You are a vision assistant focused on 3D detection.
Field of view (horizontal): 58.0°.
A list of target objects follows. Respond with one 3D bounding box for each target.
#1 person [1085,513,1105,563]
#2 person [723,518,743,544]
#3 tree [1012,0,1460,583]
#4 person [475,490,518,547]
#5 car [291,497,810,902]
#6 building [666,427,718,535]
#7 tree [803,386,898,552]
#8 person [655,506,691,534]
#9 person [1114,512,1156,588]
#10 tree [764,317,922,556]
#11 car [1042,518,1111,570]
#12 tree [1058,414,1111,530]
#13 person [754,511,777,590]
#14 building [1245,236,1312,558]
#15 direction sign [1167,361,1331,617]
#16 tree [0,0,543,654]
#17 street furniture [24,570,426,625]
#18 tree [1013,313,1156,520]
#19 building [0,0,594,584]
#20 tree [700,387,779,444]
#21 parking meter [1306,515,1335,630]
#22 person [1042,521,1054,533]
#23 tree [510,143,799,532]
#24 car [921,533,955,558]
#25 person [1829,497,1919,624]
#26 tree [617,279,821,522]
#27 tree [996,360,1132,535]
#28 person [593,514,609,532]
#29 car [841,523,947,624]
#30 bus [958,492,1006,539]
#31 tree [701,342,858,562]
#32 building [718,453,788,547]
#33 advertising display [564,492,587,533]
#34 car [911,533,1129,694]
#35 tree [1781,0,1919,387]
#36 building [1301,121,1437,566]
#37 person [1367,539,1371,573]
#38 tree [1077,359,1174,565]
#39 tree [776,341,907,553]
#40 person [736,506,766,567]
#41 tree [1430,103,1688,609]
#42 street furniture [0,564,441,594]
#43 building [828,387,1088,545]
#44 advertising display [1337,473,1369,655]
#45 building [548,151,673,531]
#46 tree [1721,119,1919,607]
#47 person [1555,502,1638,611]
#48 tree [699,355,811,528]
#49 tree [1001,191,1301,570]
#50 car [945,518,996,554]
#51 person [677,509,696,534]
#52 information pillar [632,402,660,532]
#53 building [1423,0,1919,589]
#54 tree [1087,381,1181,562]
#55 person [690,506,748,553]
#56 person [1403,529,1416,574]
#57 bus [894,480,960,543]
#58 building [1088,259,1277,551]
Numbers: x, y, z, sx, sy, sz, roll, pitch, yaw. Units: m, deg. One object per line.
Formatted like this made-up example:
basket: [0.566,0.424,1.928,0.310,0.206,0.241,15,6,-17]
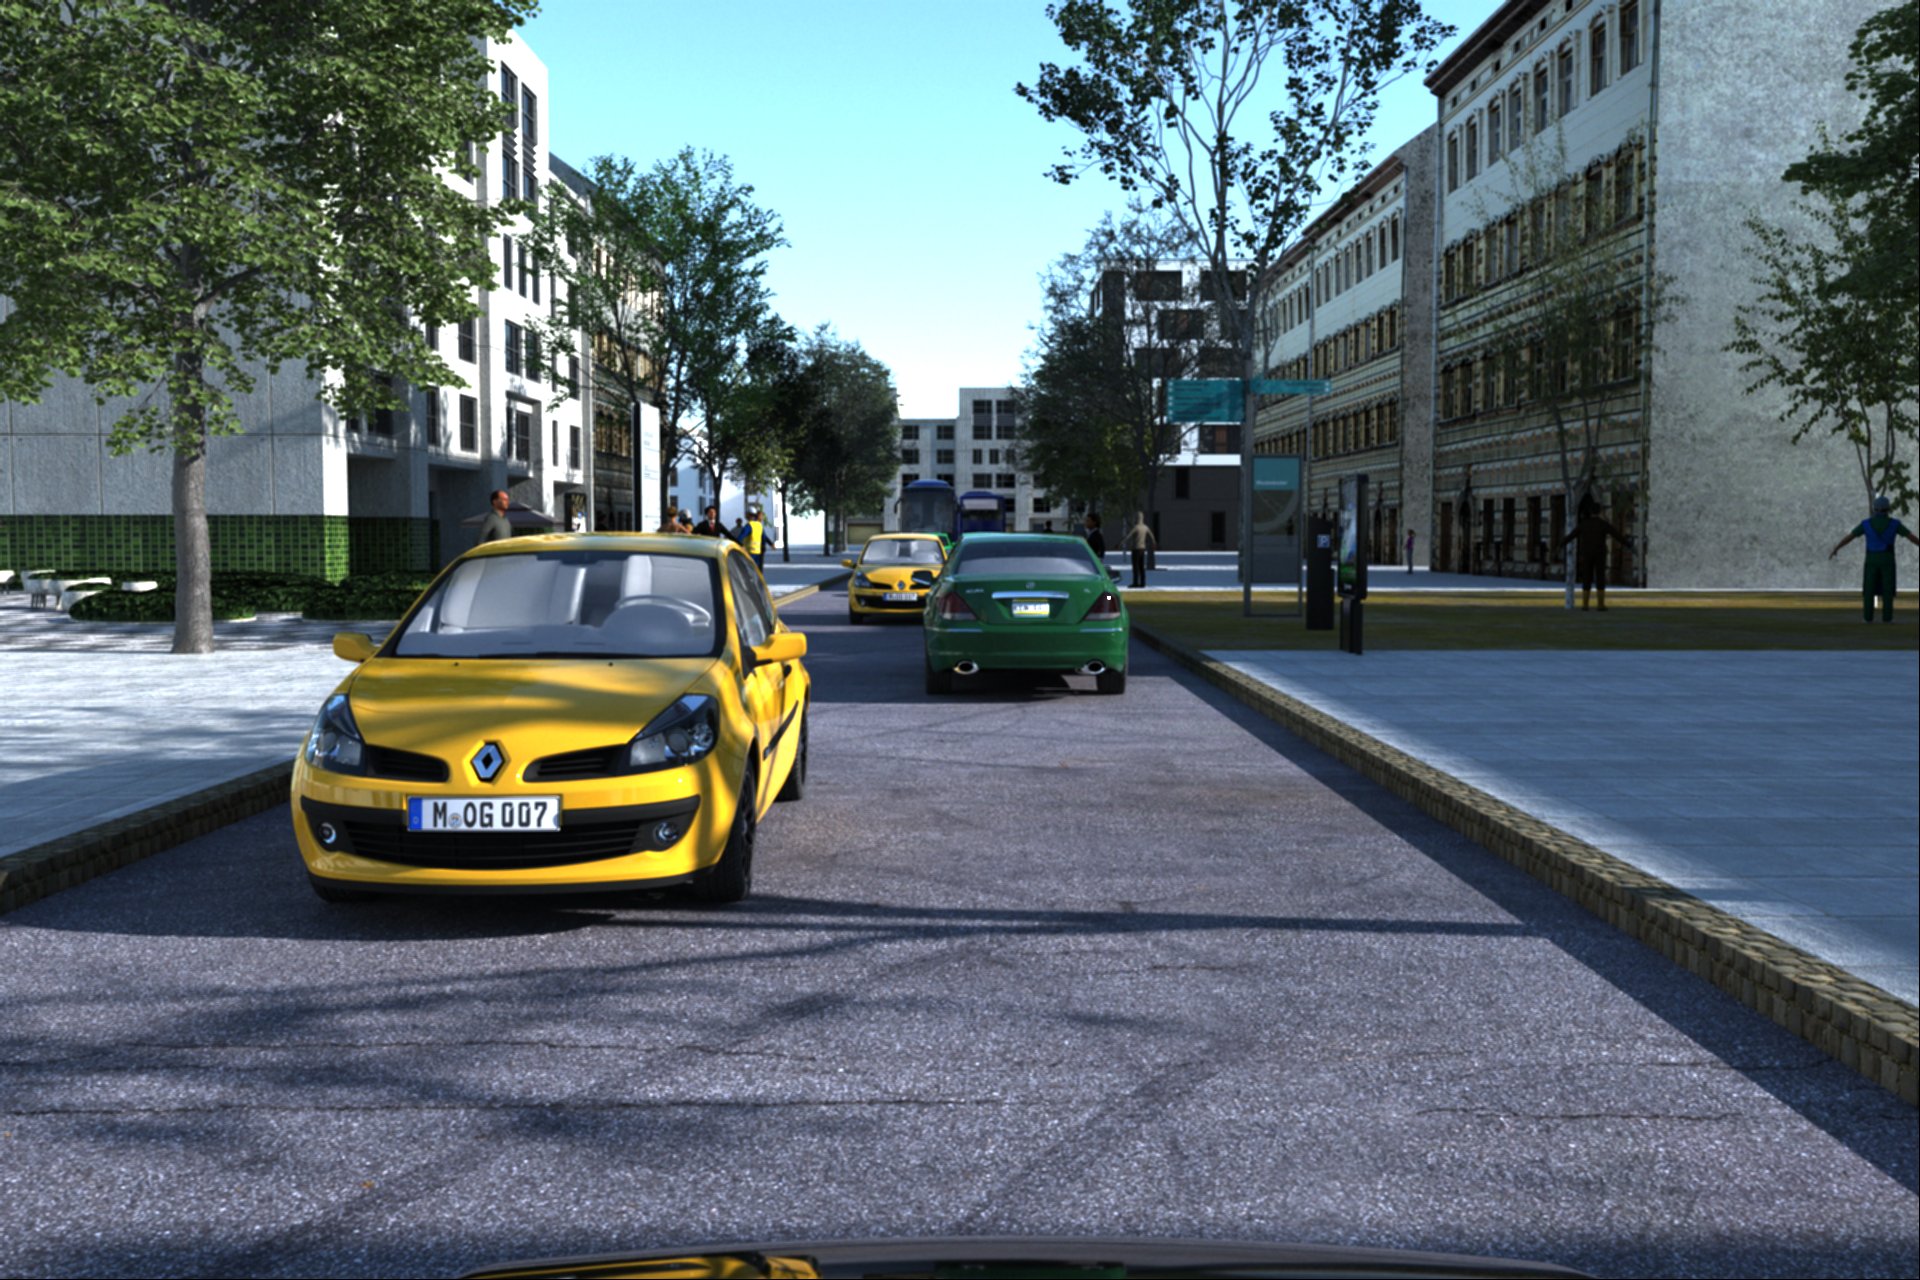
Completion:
person: [1.872,-1.002,25.558,0.721,1.740,1.216,-1,4,-16]
person: [-7.276,-3.117,57.148,1.347,1.806,0.705,-1,4,-13]
tree: [6.095,-11.560,44.890,12.611,20.169,13.585,0,3,0]
person: [-5.430,-0.872,20.529,0.705,1.796,1.348,1,4,14]
car: [-1.667,0.138,7.968,2.015,1.641,3.980,0,4,0]
building: [-25.409,-12.725,150.202,9.099,9.664,28.070,0,4,-1]
tree: [-8.324,-12.675,125.365,7.486,12.596,7.792,0,3,0]
person: [-4.702,-1.328,28.523,1.217,1.733,0.721,1,4,8]
person: [4.230,-2.150,41.286,1.348,1.813,0.705,-3,5,-40]
tree: [-7.745,-11.545,99.131,12.009,13.543,11.850,0,3,0]
car: [0.993,-0.740,22.324,2.015,1.641,3.980,0,4,0]
tree: [7.428,-9.108,99.274,4.737,8.622,4.395,0,3,0]
person: [-4.558,-2.016,39.188,0.704,1.802,1.346,-2,4,-33]
building: [27.173,-16.278,97.069,19.493,23.208,18.063,0,4,0]
direction sign: [4.449,-2.290,26.211,2.525,3.948,1.411,0,4,0]
tree: [-8.141,-6.154,18.739,7.486,12.596,7.792,0,3,0]
street furniture: [-11.798,-0.778,28.343,5.734,0.657,10.072,-3,4,-38]
tree: [6.479,-10.492,89.672,7.486,12.596,7.792,0,3,0]
building: [-24.003,-11.701,57.770,16.747,18.905,31.486,0,3,0]
tree: [-26.622,-21.899,213.938,12.611,20.169,13.585,0,3,0]
parking meter: [4.842,-0.908,23.252,0.372,1.533,0.369,0,3,0]
person: [3.089,-3.182,58.752,0.721,1.740,1.216,-3,4,-36]
tree: [-8.263,-7.431,47.257,9.928,11.665,9.643,0,3,0]
car: [-1.126,-3.667,68.755,1.959,1.807,4.718,0,3,0]
person: [13.190,-1.143,24.820,1.347,1.817,0.704,2,4,35]
tree: [-8.169,-7.669,59.796,8.767,10.594,7.601,3,4,39]
tree: [7.367,-12.478,114.389,12.009,13.543,11.850,0,3,0]
person: [-9.748,-2.532,47.340,1.347,1.837,0.705,3,5,44]
car: [-0.929,-1.140,28.856,2.015,1.641,3.980,0,3,0]
bus: [1.099,-6.601,99.475,2.896,3.916,12.251,0,4,-1]
tree: [-8.328,-8.872,79.463,7.601,10.594,8.767,-2,4,-24]
building: [-22.277,-14.523,179.603,9.099,9.664,28.070,0,4,0]
advertising display: [-5.969,-1.329,26.938,0.123,1.923,0.974,0,4,1]
car: [0.574,-0.313,16.918,2.131,1.459,4.920,0,4,-1]
tree: [13.749,-6.227,19.939,7.486,12.596,7.792,0,3,0]
building: [26.826,-15.100,77.816,19.493,23.208,18.063,0,4,0]
person: [13.217,-3.073,56.706,0.721,1.772,1.216,0,4,-4]
tree: [7.076,-7.403,71.405,4.737,8.622,4.395,0,3,0]
tree: [-8.063,-12.724,114.692,9.857,13.997,8.962,0,3,0]
person: [-4.191,-1.750,34.575,0.705,1.833,1.349,2,4,25]
tree: [10.663,-4.849,29.649,4.360,8.622,3.978,0,3,0]
street furniture: [-16.738,-1.407,38.625,10.072,0.657,5.734,0,4,2]
building: [0.008,-21.192,215.399,31.486,18.905,16.747,0,4,1]
advertising display: [4.247,-0.829,18.761,0.123,1.923,0.974,0,4,1]
building: [-25.290,-15.542,85.036,19.493,23.208,18.063,0,4,1]
tree: [15.764,-4.875,30.064,4.737,8.622,4.395,0,3,0]
person: [10.625,-1.397,28.984,1.346,1.812,0.704,2,4,32]
tree: [-8.347,-7.334,70.273,4.737,8.622,4.395,0,3,0]
tree: [6.813,-9.255,61.697,12.009,13.543,11.850,0,3,0]
car: [0.635,-1.935,40.426,1.959,1.807,4.718,0,4,-1]
person: [-6.296,-2.068,39.584,0.705,1.858,1.354,0,4,-2]
information pillar: [-5.745,-2.475,31.776,0.184,3.620,1.656,0,4,2]
building: [25.228,-13.340,49.036,19.493,23.208,18.063,0,4,0]
tree: [7.694,-7.827,78.328,4.737,8.622,4.395,0,3,0]
person: [-4.589,-1.579,32.010,1.347,1.806,0.705,-2,4,-27]
person: [14.409,-2.840,55.693,0.599,1.433,0.991,0,4,2]
bus: [-1.399,-5.538,82.086,2.896,3.916,12.251,0,4,0]
building: [24.539,-18.419,145.121,27.936,21.610,32.646,0,3,0]
